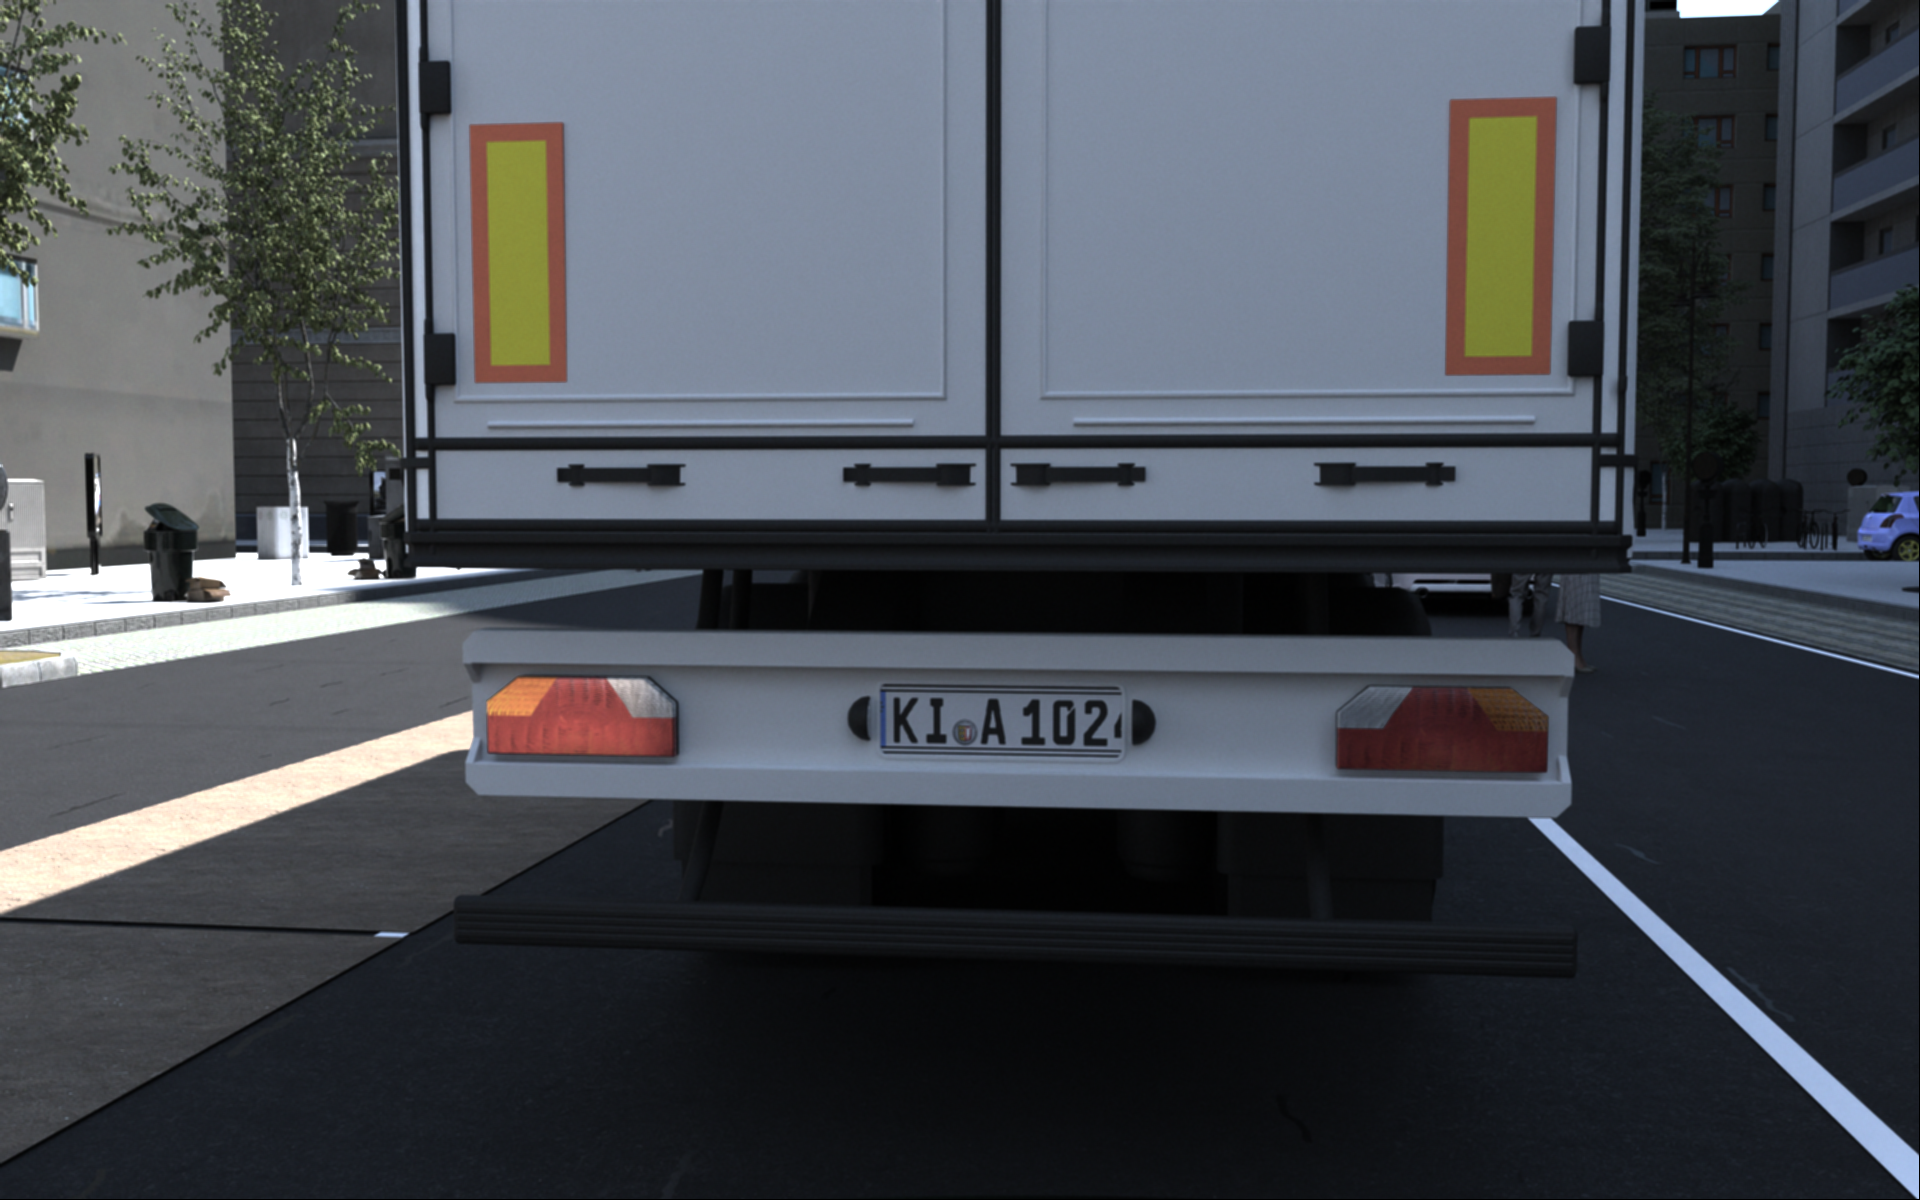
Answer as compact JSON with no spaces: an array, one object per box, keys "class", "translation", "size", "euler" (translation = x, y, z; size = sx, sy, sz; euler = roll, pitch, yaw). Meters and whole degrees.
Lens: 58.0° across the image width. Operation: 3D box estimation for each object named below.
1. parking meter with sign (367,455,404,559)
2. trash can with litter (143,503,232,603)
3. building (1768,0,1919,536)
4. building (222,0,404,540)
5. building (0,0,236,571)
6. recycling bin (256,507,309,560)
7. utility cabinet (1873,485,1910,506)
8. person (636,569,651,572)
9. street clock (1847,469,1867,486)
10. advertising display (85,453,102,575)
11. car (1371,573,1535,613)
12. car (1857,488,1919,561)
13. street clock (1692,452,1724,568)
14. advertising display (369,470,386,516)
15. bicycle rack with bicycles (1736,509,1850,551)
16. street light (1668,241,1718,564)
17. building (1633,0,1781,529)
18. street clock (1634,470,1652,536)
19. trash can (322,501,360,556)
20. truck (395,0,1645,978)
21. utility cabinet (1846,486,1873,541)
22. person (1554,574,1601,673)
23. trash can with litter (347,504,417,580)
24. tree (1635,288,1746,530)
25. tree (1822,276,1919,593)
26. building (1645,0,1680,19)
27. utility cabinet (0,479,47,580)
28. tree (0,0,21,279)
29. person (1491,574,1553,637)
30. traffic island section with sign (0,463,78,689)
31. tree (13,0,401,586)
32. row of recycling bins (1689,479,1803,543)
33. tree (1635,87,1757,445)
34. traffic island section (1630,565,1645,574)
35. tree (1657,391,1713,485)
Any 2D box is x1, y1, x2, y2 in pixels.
[{"class":"parking meter with sign","translation":[-10.867,-2.306,33.958],"size":[1.738,3.016,0.543],"euler":[2,4,25]},{"class":"trash can with litter","translation":[-9.221,-0.572,20.743],"size":[1.055,1.170,0.624],"euler":[1,4,19]},{"class":"building","translation":[40.543,-30.915,47.452],"size":[28.212,58.520,21.231],"euler":[0,4,8]},{"class":"building","translation":[-14.901,-16.558,56.627],"size":[13.634,28.700,20.117],"euler":[0,4,8]},{"class":"building","translation":[-26.314,-24.485,24.035],"size":[21.600,48.544,21.300],"euler":[0,4,8]},{"class":"recycling bin","translation":[-13.342,-1.319,34.123],"size":[0.722,1.027,0.722],"euler":[3,4,38]},{"class":"utility cabinet","translation":[23.530,-2.142,43.694],"size":[0.318,1.500,1.173],"euler":[0,4,4]},{"class":"person","translation":[-5.909,-1.410,31.982],"size":[0.576,1.772,0.534],"euler":[-1,4,-11]},{"class":"street clock","translation":[25.698,-2.757,49.655],"size":[0.471,2.002,0.358],"euler":[3,5,44]},{"class":"advertising display","translation":[-13.829,-1.373,27.668],"size":[0.123,1.923,0.974],"euler":[-1,4,-21]},{"class":"car","translation":[6.339,-0.609,22.322],"size":[2.083,1.381,4.827],"euler":[1,4,9]},{"class":"car","translation":[20.531,-1.587,35.534],"size":[3.694,1.707,1.945],"euler":[0,4,7]},{"class":"street clock","translation":[12.946,-1.557,30.020],"size":[0.358,2.002,0.471],"euler":[-3,4,-38]},{"class":"advertising display","translation":[-15.387,-2.515,46.340],"size":[0.123,1.923,0.974],"euler":[2,4,25]},{"class":"bicycle rack with bicycles","translation":[19.486,-1.670,40.685],"size":[2.852,0.926,2.925],"euler":[2,4,31]},{"class":"street light","translation":[13.413,-3.611,31.826],"size":[0.468,5.910,1.993],"euler":[0,4,8]},{"class":"building","translation":[36.518,-14.144,76.302],"size":[27.650,21.520,28.899],"euler":[0,4,8]},{"class":"street clock","translation":[20.637,-2.926,52.404],"size":[0.471,2.002,0.358],"euler":[-1,4,-16]},{"class":"trash can","translation":[-12.877,-1.494,36.087],"size":[0.748,1.137,0.748],"euler":[0,3,0]},{"class":"truck","translation":[0.707,-1.219,8.848],"size":[2.839,4.237,11.283],"euler":[0,4,7]},{"class":"utility cabinet","translation":[24.113,-2.281,45.970],"size":[0.318,1.500,1.173],"euler":[-1,4,-16]},{"class":"person","translation":[5.079,-0.298,13.937],"size":[0.524,1.755,0.480],"euler":[2,4,31]},{"class":"trash can with litter","translation":[-8.656,-0.902,26.142],"size":[1.055,1.170,0.624],"euler":[-3,5,-40]},{"class":"tree","translation":[24.985,-6.763,60.931],"size":[4.360,8.622,3.978],"euler":[0,3,0]},{"class":"tree","translation":[13.141,-2.381,22.648],"size":[4.285,4.588,4.351],"euler":[0,3,0]},{"class":"building","translation":[34.725,-20.446,105.991],"size":[14.160,30.474,14.107],"euler":[0,4,8]},{"class":"utility cabinet","translation":[-14.008,-1.015,25.278],"size":[0.318,1.500,1.173],"euler":[2,4,34]},{"class":"tree","translation":[-10.988,-4.169,18.518],"size":[4.737,8.622,4.395],"euler":[0,3,0]},{"class":"person","translation":[5.073,-0.411,15.347],"size":[0.709,1.813,0.853],"euler":[1,4,20]},{"class":"traffic island section with sign","translation":[-7.984,-0.282,13.247],"size":[1.989,1.847,2.006],"euler":[0,4,8]},{"class":"tree","translation":[-9.265,-4.488,23.749],"size":[4.737,8.622,4.395],"euler":[0,3,0]},{"class":"row of recycling bins","translation":[21.125,-2.408,46.480],"size":[3.534,1.692,1.069],"euler":[-1,4,-19]},{"class":"tree","translation":[16.962,-7.793,45.535],"size":[7.486,12.596,7.792],"euler":[0,3,0]},{"class":"traffic island section","translation":[11.464,-0.629,32.572],"size":[2.009,0.180,2.903],"euler":[0,4,8]},{"class":"tree","translation":[23.940,-4.375,55.244],"size":[4.285,4.588,4.351],"euler":[0,3,0]}]
